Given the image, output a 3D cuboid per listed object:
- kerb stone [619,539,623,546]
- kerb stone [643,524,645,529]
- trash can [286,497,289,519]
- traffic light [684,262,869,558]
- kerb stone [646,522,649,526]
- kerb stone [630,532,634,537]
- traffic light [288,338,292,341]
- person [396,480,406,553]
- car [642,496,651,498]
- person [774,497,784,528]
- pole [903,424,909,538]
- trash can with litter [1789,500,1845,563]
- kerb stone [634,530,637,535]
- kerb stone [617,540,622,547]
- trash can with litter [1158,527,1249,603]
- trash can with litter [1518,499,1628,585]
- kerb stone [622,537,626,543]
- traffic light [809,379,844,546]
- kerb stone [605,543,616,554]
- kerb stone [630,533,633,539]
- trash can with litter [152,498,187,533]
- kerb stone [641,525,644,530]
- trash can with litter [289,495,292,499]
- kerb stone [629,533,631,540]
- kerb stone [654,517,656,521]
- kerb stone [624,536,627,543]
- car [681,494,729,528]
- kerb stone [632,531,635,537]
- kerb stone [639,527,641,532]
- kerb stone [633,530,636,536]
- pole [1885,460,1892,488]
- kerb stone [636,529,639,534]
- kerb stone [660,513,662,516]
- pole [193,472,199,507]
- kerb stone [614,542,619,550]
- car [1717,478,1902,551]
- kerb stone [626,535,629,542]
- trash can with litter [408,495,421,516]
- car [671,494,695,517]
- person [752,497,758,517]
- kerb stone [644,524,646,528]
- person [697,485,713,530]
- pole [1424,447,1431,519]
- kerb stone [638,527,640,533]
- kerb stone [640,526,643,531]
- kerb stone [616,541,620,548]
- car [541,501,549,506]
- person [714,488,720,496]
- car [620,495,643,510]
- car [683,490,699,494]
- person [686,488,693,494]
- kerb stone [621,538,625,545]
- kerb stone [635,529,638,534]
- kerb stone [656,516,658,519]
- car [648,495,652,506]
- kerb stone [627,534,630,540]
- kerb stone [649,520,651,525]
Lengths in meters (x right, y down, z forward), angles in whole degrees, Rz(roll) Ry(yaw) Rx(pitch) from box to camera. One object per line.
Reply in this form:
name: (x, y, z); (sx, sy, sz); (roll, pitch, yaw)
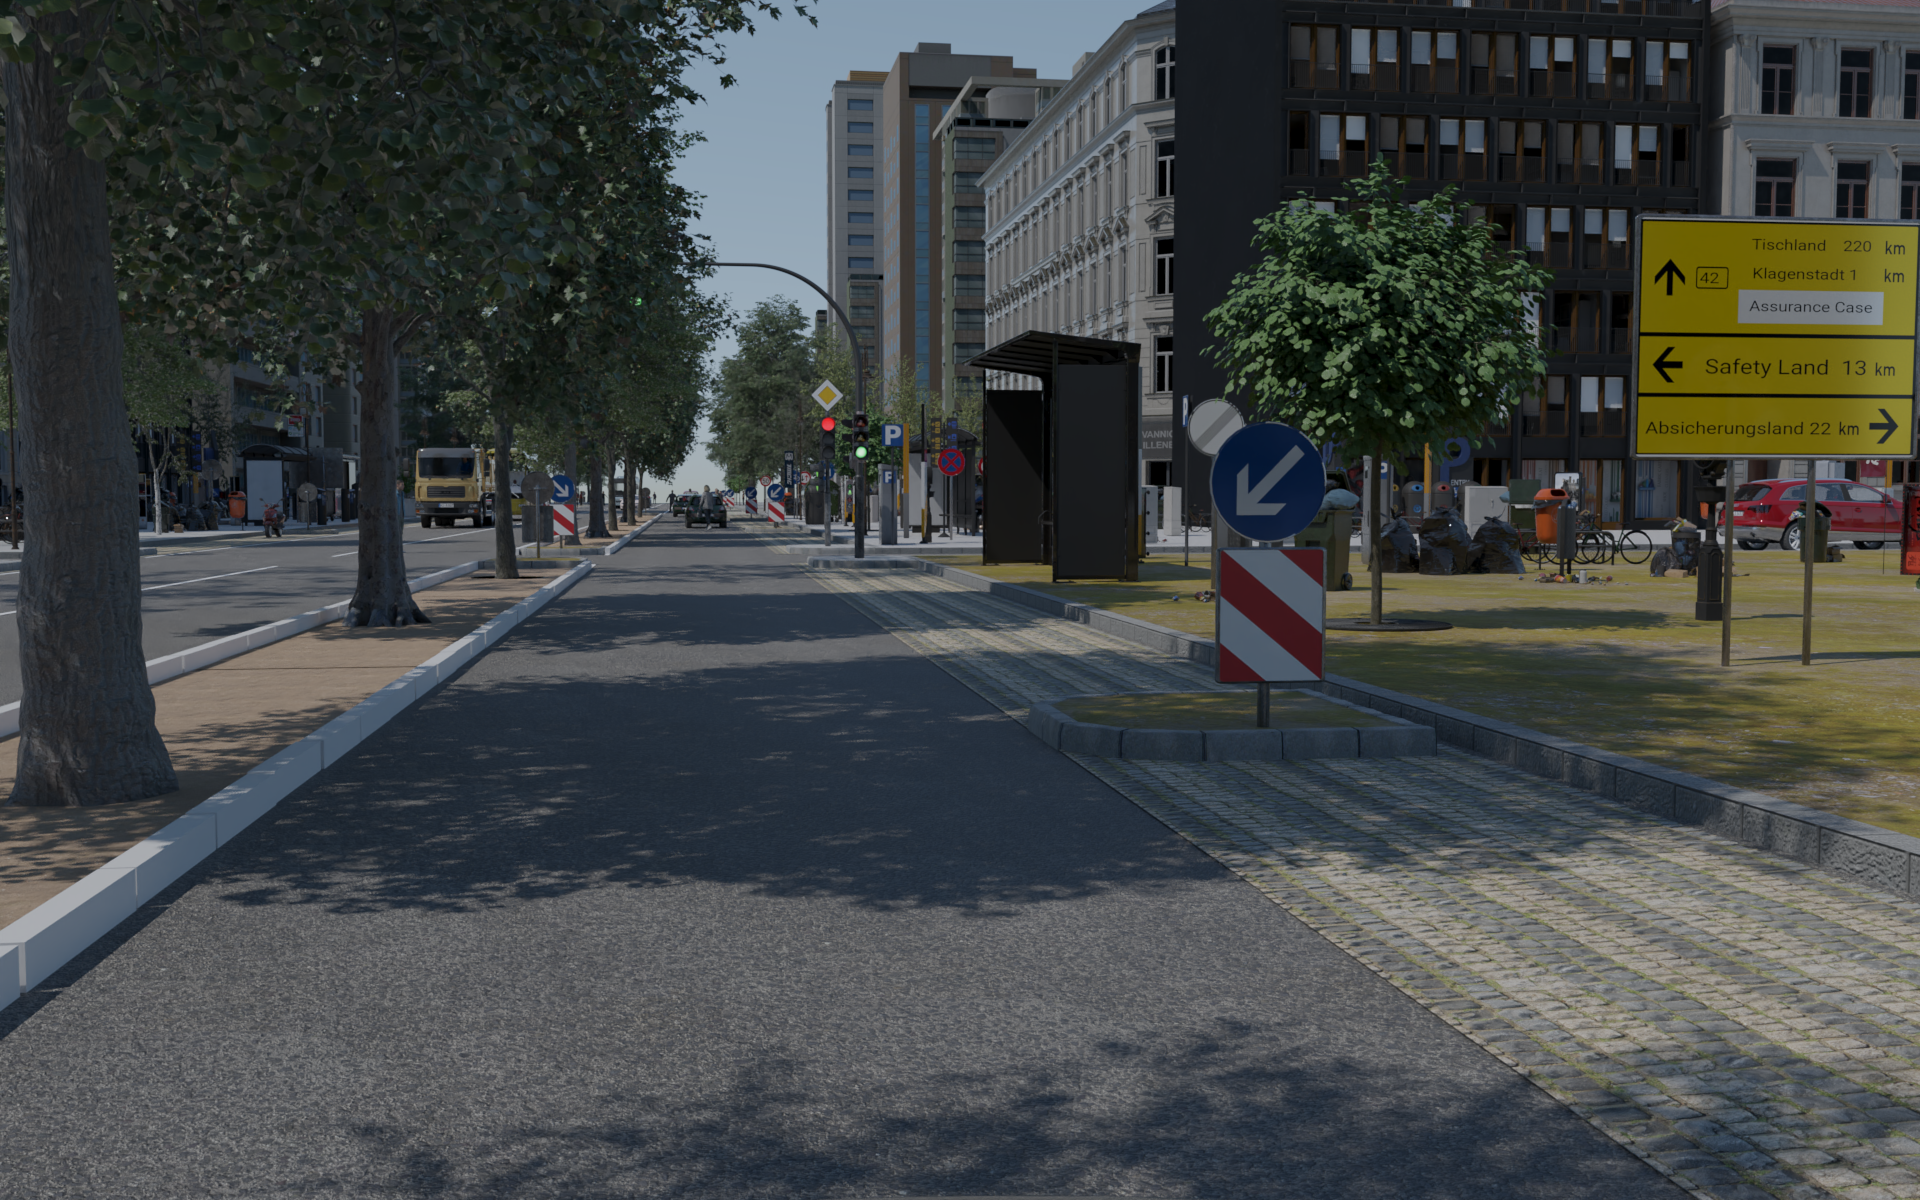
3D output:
kerb stone: (-9.207, -1.491, 46.567); (0.120, 0.150, 1.000); (-1, 4, -9)
kerb stone: (-12.500, -2.788, 67.839); (0.120, 0.150, 1.000); (-1, 4, -9)
trash can: (-32.678, -4.384, 83.333); (0.748, 1.137, 0.748); (0, 3, 0)
traffic light: (-4.093, -3.634, 34.080); (4.771, 5.953, 1.251); (-1, 4, -9)
kerb stone: (-13.280, -3.099, 72.895); (0.120, 0.150, 1.000); (-1, 4, -9)
kerb stone: (-10.460, -1.983, 54.671); (0.120, 0.150, 1.000); (-1, 4, -9)
traffic light: (-17.772, -4.009, 40.208); (4.771, 5.953, 1.251); (-1, 4, -9)
person: (-13.692, -2.035, 42.115); (0.444, 1.785, 0.601); (2, 4, 24)
car: (-36.828, -11.695, 200.259); (2.155, 1.783, 4.494); (0, 4, -8)
person: (-7.684, -3.965, 73.514); (0.466, 1.800, 0.511); (0, 4, 2)
pole: (-1.557, -3.444, 50.145); (0.158, 3.312, 0.155); (0, 3, 0)
trash can with litter: (16.168, -1.298, 32.615); (1.055, 1.170, 0.624); (-2, 4, -34)
kerb stone: (-10.933, -2.172, 57.700); (0.120, 0.150, 1.000); (-1, 4, -9)
kerb stone: (-9.041, -1.428, 45.557); (0.120, 0.150, 1.000); (-1, 4, -9)
trash can with litter: (3.385, -0.602, 20.896); (1.678, 1.210, 2.233); (0, 4, -2)
trash can with litter: (9.121, -0.884, 25.512); (1.678, 1.210, 2.233); (2, 4, 31)
kerb stone: (-9.517, -1.615, 48.593); (0.120, 0.150, 1.000); (-1, 4, -9)
traffic light: (-3.264, -3.273, 42.431); (0.839, 4.253, 0.868); (-1, 4, -9)
kerb stone: (-8.581, -1.243, 42.525); (0.120, 0.150, 1.000); (-1, 4, -9)
kerb stone: (-10.296, -1.920, 53.659); (0.120, 0.150, 1.000); (-1, 4, -9)
trash can with litter: (-26.004, -2.788, 56.964); (1.055, 1.170, 0.624); (-1, 4, -20)
kerb stone: (-12.183, -2.663, 65.797); (0.120, 0.150, 1.000); (-1, 4, -9)
trash can with litter: (-40.984, -5.864, 106.925); (1.678, 1.210, 2.233); (1, 4, 16)
kerb stone: (-10.145, -1.861, 52.647); (0.120, 0.150, 1.000); (-1, 4, -9)
kerb stone: (-15.490, -3.967, 87.058); (0.120, 0.150, 1.000); (-1, 4, -9)
kerb stone: (-9.680, -1.673, 49.602); (0.120, 0.150, 1.000); (-1, 4, -9)
car: (-10.885, -3.931, 74.063); (2.009, 1.686, 4.222); (-1, 4, -10)
kerb stone: (-10.614, -2.048, 55.681); (0.120, 0.150, 1.000); (-1, 4, -9)
kerb stone: (-11.714, -2.480, 62.754); (0.120, 0.150, 1.000); (-1, 4, -9)
kerb stone: (-10.771, -2.110, 56.691); (0.120, 0.150, 1.000); (-1, 4, -9)
pole: (28.712, -3.653, 53.574); (0.158, 3.312, 0.155); (0, 3, 0)
kerb stone: (-11.237, -2.295, 59.721); (0.120, 0.150, 1.000); (-1, 4, -9)
kerb stone: (-17.998, -4.958, 103.265); (0.120, 0.150, 1.000); (-1, 4, -9)
pole: (-29.071, -4.405, 65.863); (0.158, 3.312, 0.155); (0, 3, 0)
kerb stone: (-8.727, -1.305, 43.537); (0.120, 0.150, 1.000); (-1, 4, -9)
car: (21.246, -2.051, 42.208); (5.304, 1.827, 2.281); (-1, 4, -9)
kerb stone: (-9.825, -1.737, 50.617); (0.120, 0.150, 1.000); (-1, 4, -9)
trash can with litter: (-32.179, -5.467, 100.446); (2.233, 1.210, 1.678); (-2, 4, -33)
car: (-17.196, -6.074, 109.103); (2.009, 1.686, 4.222); (0, 4, -8)
person: (-12.984, -6.124, 109.631); (0.522, 1.701, 0.512); (-1, 4, -12)
kerb stone: (-12.652, -2.844, 68.850); (0.120, 0.150, 1.000); (-1, 4, -9)
person: (-10.112, -3.682, 68.887); (0.709, 1.800, 0.728); (-2, 4, -33)
pole: (14.542, -3.670, 53.840); (0.158, 3.312, 0.155); (0, 3, 0)
kerb stone: (-11.558, -2.419, 61.740); (0.120, 0.150, 1.000); (-1, 4, -9)
kerb stone: (-12.029, -2.603, 64.784); (0.120, 0.150, 1.000); (-1, 4, -9)
kerb stone: (-8.889, -1.367, 44.546); (0.120, 0.150, 1.000); (-1, 4, -9)
car: (-29.711, -6.841, 120.895); (2.155, 1.783, 4.494); (-1, 4, -8)
person: (-14.317, -5.677, 101.740); (0.576, 1.772, 0.534); (0, 4, -7)
car: (-29.211, -8.681, 154.290); (2.083, 1.381, 4.827); (0, 4, -7)
car: (-28.291, -10.607, 182.104); (2.281, 1.827, 5.304); (-1, 4, -9)
person: (-17.622, -6.381, 113.031); (0.606, 1.804, 0.583); (0, 4, -8)
kerb stone: (-9.359, -1.552, 47.578); (0.120, 0.150, 1.000); (-1, 4, -9)
kerb stone: (-11.085, -2.233, 58.711); (0.120, 0.150, 1.000); (-1, 4, -9)
kerb stone: (-16.116, -4.212, 91.115); (0.120, 0.150, 1.000); (-1, 4, -9)
car: (-38.713, -12.256, 212.386); (2.014, 1.417, 4.499); (-1, 4, -10)
kerb stone: (-9.991, -1.801, 51.635); (0.120, 0.150, 1.000); (-1, 4, -9)
kerb stone: (-13.910, -3.349, 76.947); (0.120, 0.150, 1.000); (-1, 4, -9)
